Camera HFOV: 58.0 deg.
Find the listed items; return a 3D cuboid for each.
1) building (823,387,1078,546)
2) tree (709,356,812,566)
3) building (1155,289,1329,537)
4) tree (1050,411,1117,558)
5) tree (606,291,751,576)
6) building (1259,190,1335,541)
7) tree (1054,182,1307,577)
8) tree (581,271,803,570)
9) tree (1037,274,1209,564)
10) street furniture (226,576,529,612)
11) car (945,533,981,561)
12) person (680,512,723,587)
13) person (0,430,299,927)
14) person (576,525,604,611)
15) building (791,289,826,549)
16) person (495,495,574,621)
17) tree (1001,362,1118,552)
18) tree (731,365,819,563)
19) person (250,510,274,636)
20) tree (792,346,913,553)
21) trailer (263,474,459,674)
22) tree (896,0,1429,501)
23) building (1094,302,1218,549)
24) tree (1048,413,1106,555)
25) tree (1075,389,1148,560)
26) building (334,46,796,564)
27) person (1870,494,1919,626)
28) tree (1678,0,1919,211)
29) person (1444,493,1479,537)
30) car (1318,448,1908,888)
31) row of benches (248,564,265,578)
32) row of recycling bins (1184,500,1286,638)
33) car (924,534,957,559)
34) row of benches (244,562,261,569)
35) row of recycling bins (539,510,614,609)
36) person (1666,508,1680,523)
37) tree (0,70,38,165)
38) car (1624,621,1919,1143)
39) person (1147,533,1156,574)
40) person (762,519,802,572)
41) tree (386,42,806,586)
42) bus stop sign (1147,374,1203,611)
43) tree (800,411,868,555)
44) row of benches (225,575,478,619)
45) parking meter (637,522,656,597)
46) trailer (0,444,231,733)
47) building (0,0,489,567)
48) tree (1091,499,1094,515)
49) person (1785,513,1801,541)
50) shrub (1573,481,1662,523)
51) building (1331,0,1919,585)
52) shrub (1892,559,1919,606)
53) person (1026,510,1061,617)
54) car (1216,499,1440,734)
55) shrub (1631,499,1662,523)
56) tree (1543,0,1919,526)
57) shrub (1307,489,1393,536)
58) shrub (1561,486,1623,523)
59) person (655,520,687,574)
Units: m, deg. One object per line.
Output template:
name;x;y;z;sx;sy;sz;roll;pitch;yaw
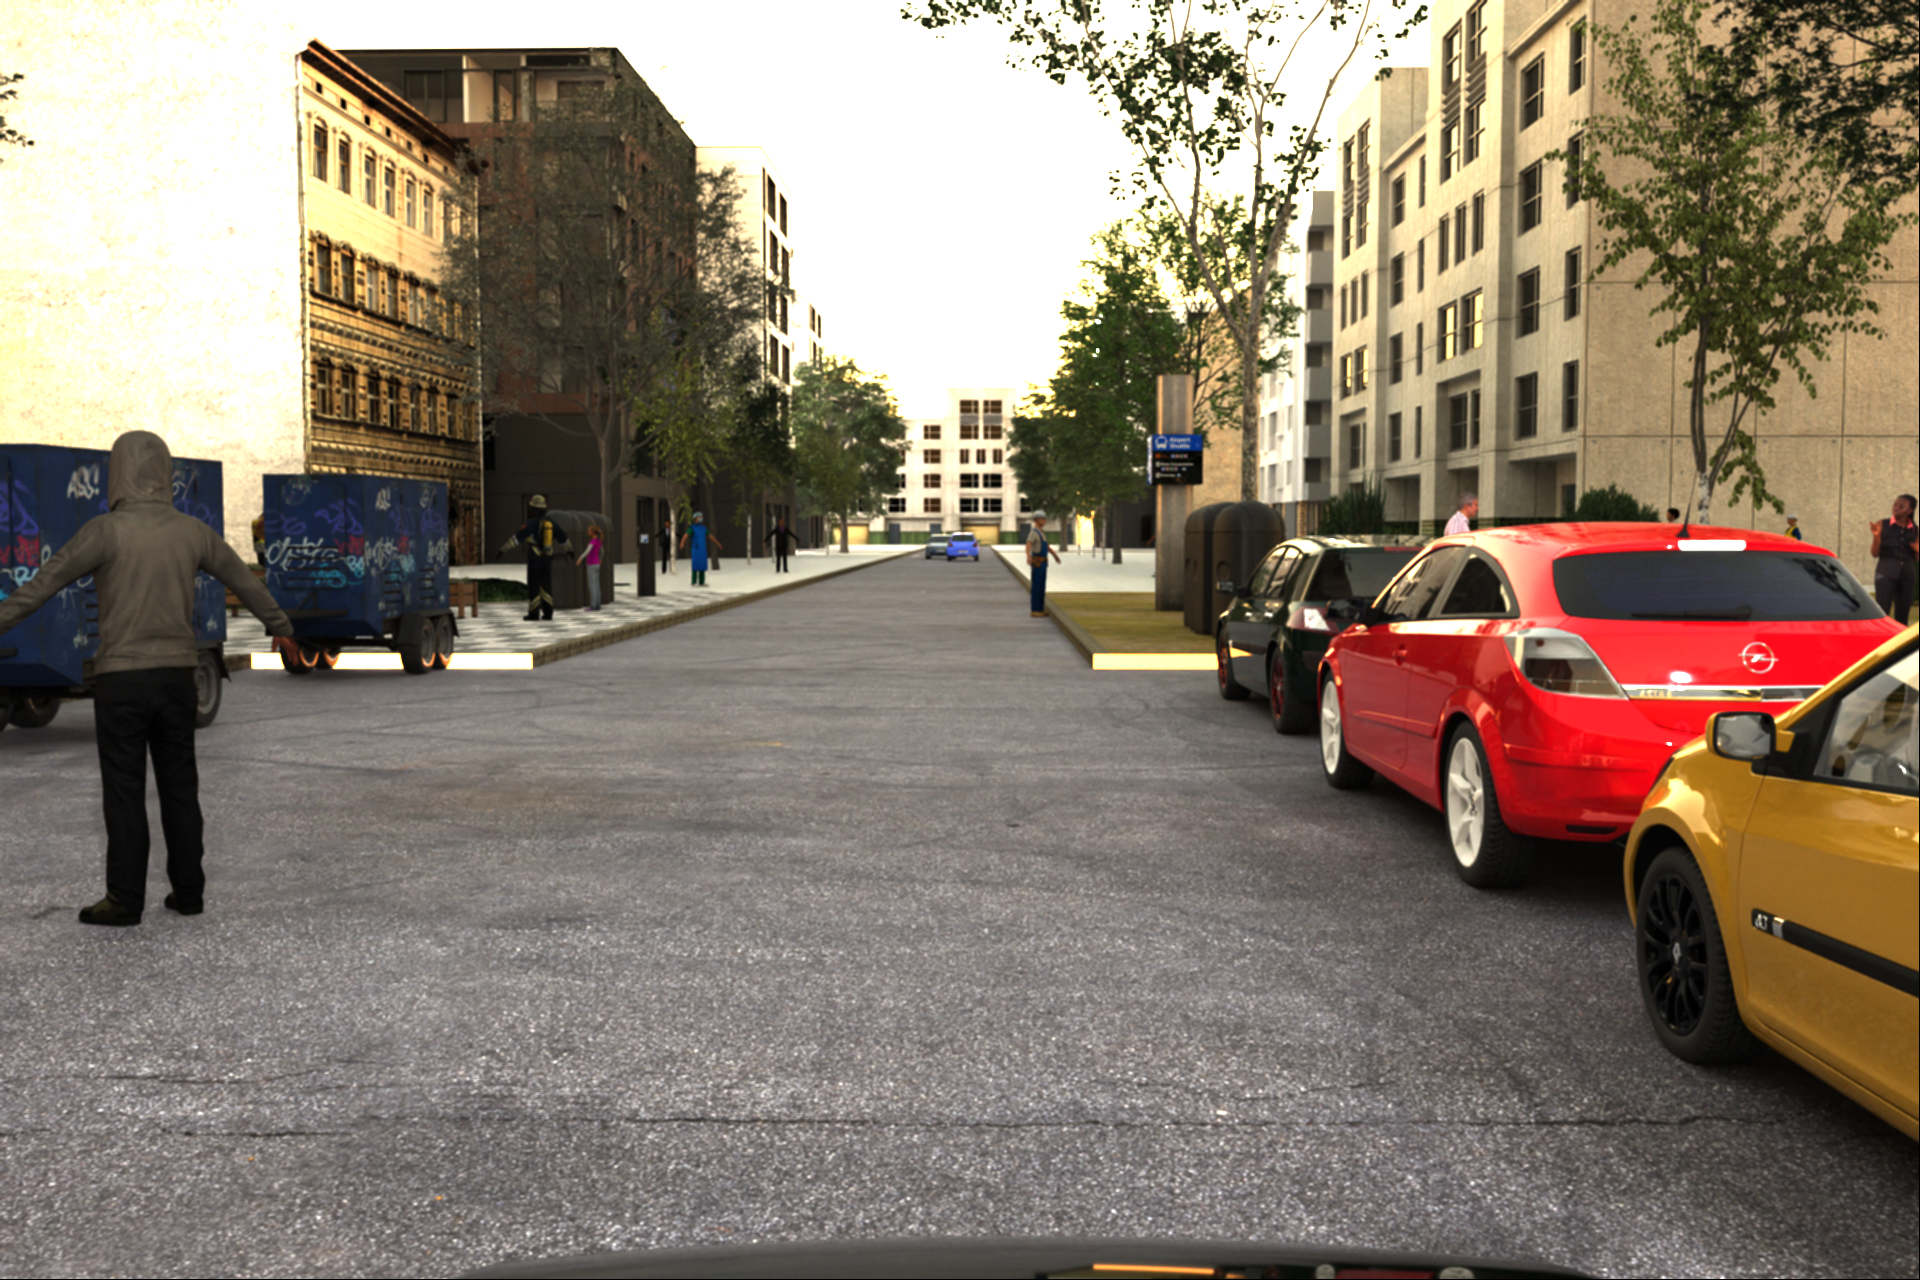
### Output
building;-1.836;-21.148;214.687;31.486;18.905;16.747;0;4;-1
tree;-8.370;-7.314;69.945;4.737;8.622;4.395;0;3;0
building;26.379;-19.051;142.409;19.493;23.208;18.063;0;4;1
tree;7.426;-8.780;93.921;4.360;8.622;3.978;0;3;0
tree;-8.643;-6.304;53.429;4.737;8.622;4.395;0;3;0
building;22.022;-14.684;96.498;16.016;20.090;11.380;0;4;1
tree;6.457;-7.674;51.225;9.928;11.665;9.643;0;3;0
tree;-9.013;-7.784;61.673;7.601;10.594;8.767;2;4;26
tree;7.044;-9.534;74.010;7.486;12.596;7.792;0;3;0
street furniture;-13.015;-0.954;31.225;10.072;0.657;5.734;0;4;-2
car;0.157;-5.073;92.528;1.945;1.707;3.694;0;4;0
person;-6.334;-2.201;42.106;0.704;1.817;1.347;3;5;39
person;-3.044;0.131;6.448;0.705;1.813;1.348;3;4;38
person;-6.150;-1.196;28.816;0.599;1.433;0.991;1;4;10
building;-26.593;-18.285;142.931;27.936;21.610;32.646;0;4;1
person;-6.274;-1.222;25.767;0.705;1.856;1.354;3;5;42
tree;7.434;-13.328;124.575;9.857;13.997;8.962;0;3;0
tree;-8.193;-7.664;75.662;4.360;8.622;3.978;0;3;0
person;-8.610;-0.985;21.870;0.705;1.858;1.354;0;4;1
tree;-7.834;-12.789;115.752;9.857;13.997;8.962;0;3;0
trailer;-6.157;-0.626;17.280;1.471;1.999;3.904;0;4;0
tree;5.397;-11.255;39.914;12.611;20.169;13.585;0;3;0
building;26.827;-19.882;169.038;27.936;21.610;32.646;0;4;0
tree;7.240;-9.422;104.405;4.737;8.622;4.395;0;3;0
tree;6.842;-8.210;84.597;4.360;8.622;3.978;0;3;0
building;-24.420;-15.022;89.584;27.936;21.610;32.646;0;4;2
person;8.520;-0.506;15.779;0.593;1.643;0.415;-3;4;-38
tree;8.740;-4.728;11.716;7.601;10.594;8.767;-3;5;-43
person;5.228;-0.670;17.935;0.436;1.711;0.756;2;4;28
car;2.957;0.034;8.484;2.155;1.783;4.494;0;4;1
row of benches;-15.612;-1.273;36.270;4.104;0.672;1.422;1;4;18
row of recycling bins;3.510;-0.950;22.650;1.069;1.692;3.534;0;3;0
car;-1.078;-5.400;100.289;2.014;1.417;4.499;0;4;1
row of benches;-14.119;-1.393;38.232;4.104;0.672;1.422;0;4;8
row of recycling bins;-6.890;-1.470;31.143;1.069;1.692;3.534;0;3;0
person;14.478;-1.779;35.279;0.705;1.806;1.347;1;4;16
tree;-12.376;-4.882;14.240;8.767;10.594;7.601;-3;4;-37
car;2.770;0.409;3.534;2.015;1.641;3.980;0;4;1
person;6.428;-3.008;55.328;0.704;1.843;1.345;-2;4;-28
person;-5.974;-3.172;58.091;1.346;1.802;0.704;-1;4;-14
tree;-8.743;-8.108;42.930;12.009;13.543;11.850;0;3;0
bus stop sign;3.581;-2.440;28.917;0.837;3.901;0.837;0;4;1
tree;-7.713;-9.393;103.936;4.737;8.622;4.395;0;3;0
row of benches;-9.536;-0.685;26.660;4.104;0.672;1.422;0;4;5
parking meter;-6.465;-1.667;35.672;0.372;1.533;0.369;0;3;0
trailer;-6.294;-0.286;11.727;1.471;1.999;3.904;0;4;1
building;-29.113;-14.131;61.975;19.493;23.208;18.063;0;4;1
tree;18.156;-15.852;209.538;4.360;8.622;3.978;0;3;0
person;19.554;-2.108;40.934;0.721;1.772;1.216;0;4;4
shrub;9.696;-1.342;25.986;1.661;2.075;1.752;0;3;0
building;24.116;-11.743;58.454;16.747;18.905;31.486;0;4;1
shrub;17.059;-1.221;31.073;1.383;1.207;1.383;0;3;0
person;1.395;-1.327;30.002;0.705;1.847;1.347;2;4;25
car;3.120;-0.245;13.799;2.009;1.686;4.222;0;4;0
shrub;12.368;-1.689;32.033;1.690;2.028;1.600;0;3;0
tree;9.315;-4.316;20.929;4.737;8.622;4.395;0;3;0
shrub;6.300;-1.467;28.407;1.690;2.028;1.600;0;3;0
shrub;10.385;-1.488;28.378;1.661;2.075;1.752;0;3;0
person;-9.398;-2.995;55.685;1.216;1.740;0.721;0;4;-5
